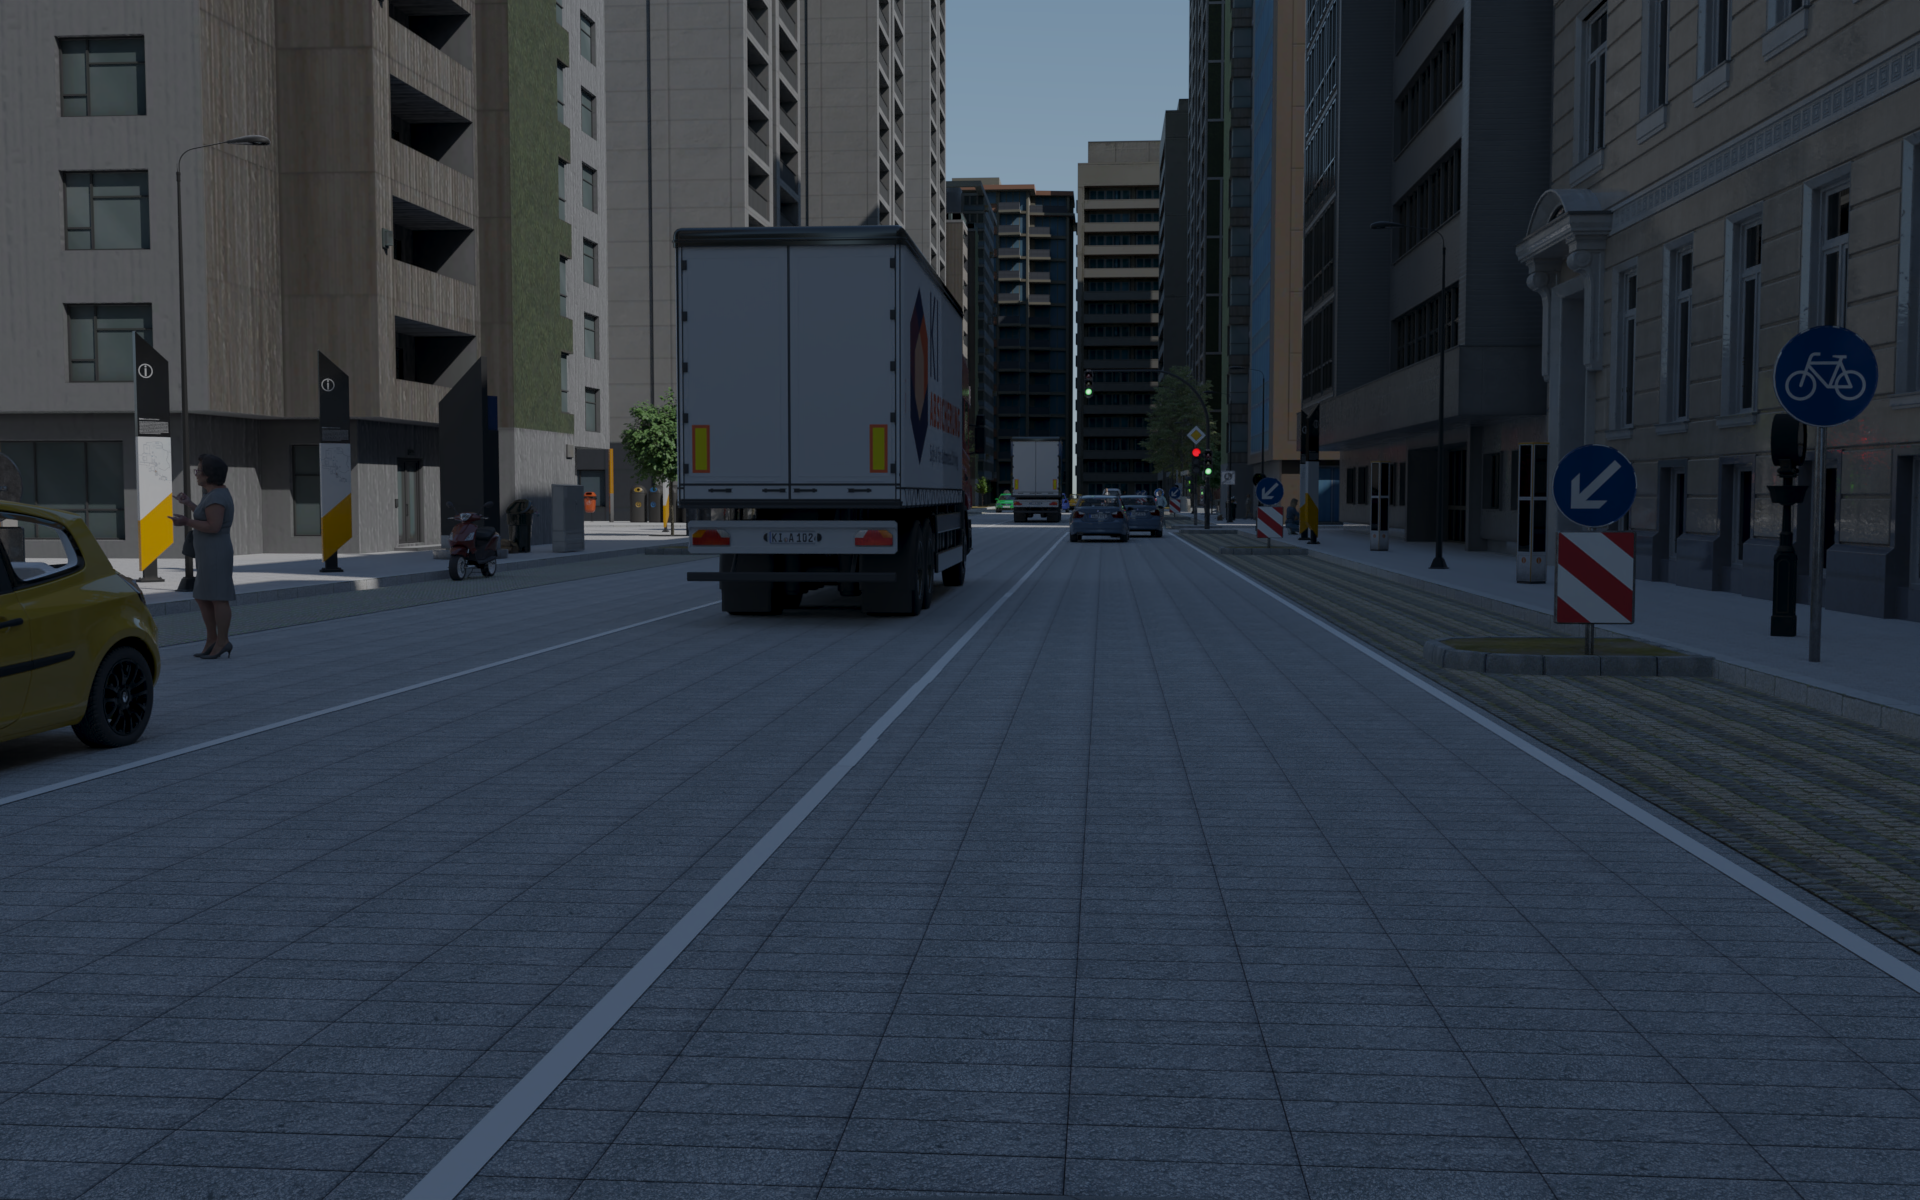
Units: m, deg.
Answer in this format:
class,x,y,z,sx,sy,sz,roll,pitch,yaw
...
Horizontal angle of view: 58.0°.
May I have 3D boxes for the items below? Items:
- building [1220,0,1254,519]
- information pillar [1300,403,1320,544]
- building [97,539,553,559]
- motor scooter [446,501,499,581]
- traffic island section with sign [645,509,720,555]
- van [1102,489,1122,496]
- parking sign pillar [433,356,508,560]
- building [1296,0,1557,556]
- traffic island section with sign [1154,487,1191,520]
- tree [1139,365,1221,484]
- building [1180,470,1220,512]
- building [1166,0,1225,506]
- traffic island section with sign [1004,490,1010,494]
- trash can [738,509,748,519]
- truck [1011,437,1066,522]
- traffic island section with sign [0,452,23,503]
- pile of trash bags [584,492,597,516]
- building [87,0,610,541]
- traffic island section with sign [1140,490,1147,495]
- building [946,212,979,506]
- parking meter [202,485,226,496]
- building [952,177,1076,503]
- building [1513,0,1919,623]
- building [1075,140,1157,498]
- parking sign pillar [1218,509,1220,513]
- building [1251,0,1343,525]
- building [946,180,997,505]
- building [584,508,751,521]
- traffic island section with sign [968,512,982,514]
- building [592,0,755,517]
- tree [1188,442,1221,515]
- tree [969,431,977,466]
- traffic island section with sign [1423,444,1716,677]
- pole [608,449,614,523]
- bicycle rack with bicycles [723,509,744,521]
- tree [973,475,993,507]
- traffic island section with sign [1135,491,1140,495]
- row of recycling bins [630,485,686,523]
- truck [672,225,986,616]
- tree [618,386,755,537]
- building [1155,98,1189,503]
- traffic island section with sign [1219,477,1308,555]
class,x,y,z,sx,sy,sz,roll,pitch,yaw
building,21.470,-25.174,95.185,14.154,41.232,14.086,0,4,5
information pillar,9.006,-3.235,44.243,0.504,3.616,0.183,-3,5,-44
building,-17.936,-16.384,39.578,14.160,30.474,14.107,0,4,5
motor scooter,-8.198,-1.005,29.214,0.815,1.314,1.986,0,4,5
traffic island section with sign,-6.338,-2.010,41.497,1.989,1.847,2.006,0,4,5
van,11.890,-7.843,135.252,2.013,2.044,4.112,0,4,7
parking sign pillar,-9.746,-2.808,34.388,1.447,3.967,1.447,2,4,34
building,17.804,-13.883,46.053,14.314,24.678,30.058,0,4,5
traffic island section with sign,11.830,-5.374,96.500,1.989,1.847,2.006,0,4,5
tree,19.419,-14.375,153.151,7.486,12.596,7.792,0,3,0
building,32.774,-26.612,126.991,32.217,40.220,23.993,0,4,5
building,33.057,-45.759,186.419,20.563,71.187,20.611,0,4,5
traffic island section with sign,4.778,-10.143,174.462,1.989,1.847,2.006,0,4,5
trash can,-9.770,-4.015,77.299,0.748,1.137,0.748,0,3,0
truck,4.111,-6.228,90.749,2.839,4.237,11.283,0,4,4
traffic island section with sign,-8.584,-0.367,14.635,1.989,1.847,2.006,0,4,5
pile of trash bags,-18.159,-4.214,78.643,3.447,1.369,1.912,0,4,6
building,-19.701,-17.482,57.537,14.107,30.474,14.160,0,4,5
traffic island section with sign,14.113,-7.049,123.875,1.989,1.847,2.006,0,4,5
building,-5.596,-24.785,176.928,14.160,30.474,14.107,0,4,5
parking meter,-12.455,-1.257,28.956,0.372,1.533,0.369,0,3,0
building,1.682,-35.950,242.409,28.867,44.769,22.147,0,4,5
building,16.062,-14.373,20.903,13.634,28.700,20.117,0,4,5
building,26.909,-37.697,240.045,21.600,48.544,21.300,0,4,5
parking sign pillar,17.894,-7.756,115.277,1.447,3.967,1.447,0,4,5
building,20.599,-26.094,76.751,14.200,45.320,14.600,0,4,5
building,-7.898,-31.547,207.674,23.993,40.220,32.217,0,4,5
building,-17.046,-39.838,89.606,20.563,71.187,20.611,0,4,5
traffic island section with sign,0.541,-7.042,123.757,1.989,1.847,2.006,0,4,5
building,-12.238,-41.566,117.862,20.563,71.187,20.611,0,4,5
tree,15.757,-7.613,108.191,4.285,4.588,4.351,0,3,0
tree,-0.581,-11.799,143.278,4.737,8.622,4.395,0,3,0
traffic island section with sign,4.982,-0.360,14.507,1.989,1.847,2.006,0,4,5
pole,-15.723,-5.150,78.039,0.158,3.312,0.155,0,3,0
bicycle rack with bicycles,-9.142,-3.727,74.318,2.852,0.926,2.925,0,4,-3
tree,2.548,-11.811,187.715,1.663,3.219,1.824,0,3,0
traffic island section with sign,18.223,-10.054,173.006,1.989,1.847,2.006,0,4,5
row of recycling bins,-13.165,-4.294,77.322,3.534,1.692,1.069,1,4,21
truck,-1.355,-2.131,23.754,2.839,4.237,11.283,0,4,5
tree,-8.805,-4.234,52.946,4.285,4.588,4.351,0,3,0
building,34.922,-35.761,208.392,21.300,48.544,21.600,0,4,5
traffic island section with sign,7.216,-2.003,41.370,1.989,1.847,2.006,0,4,5
